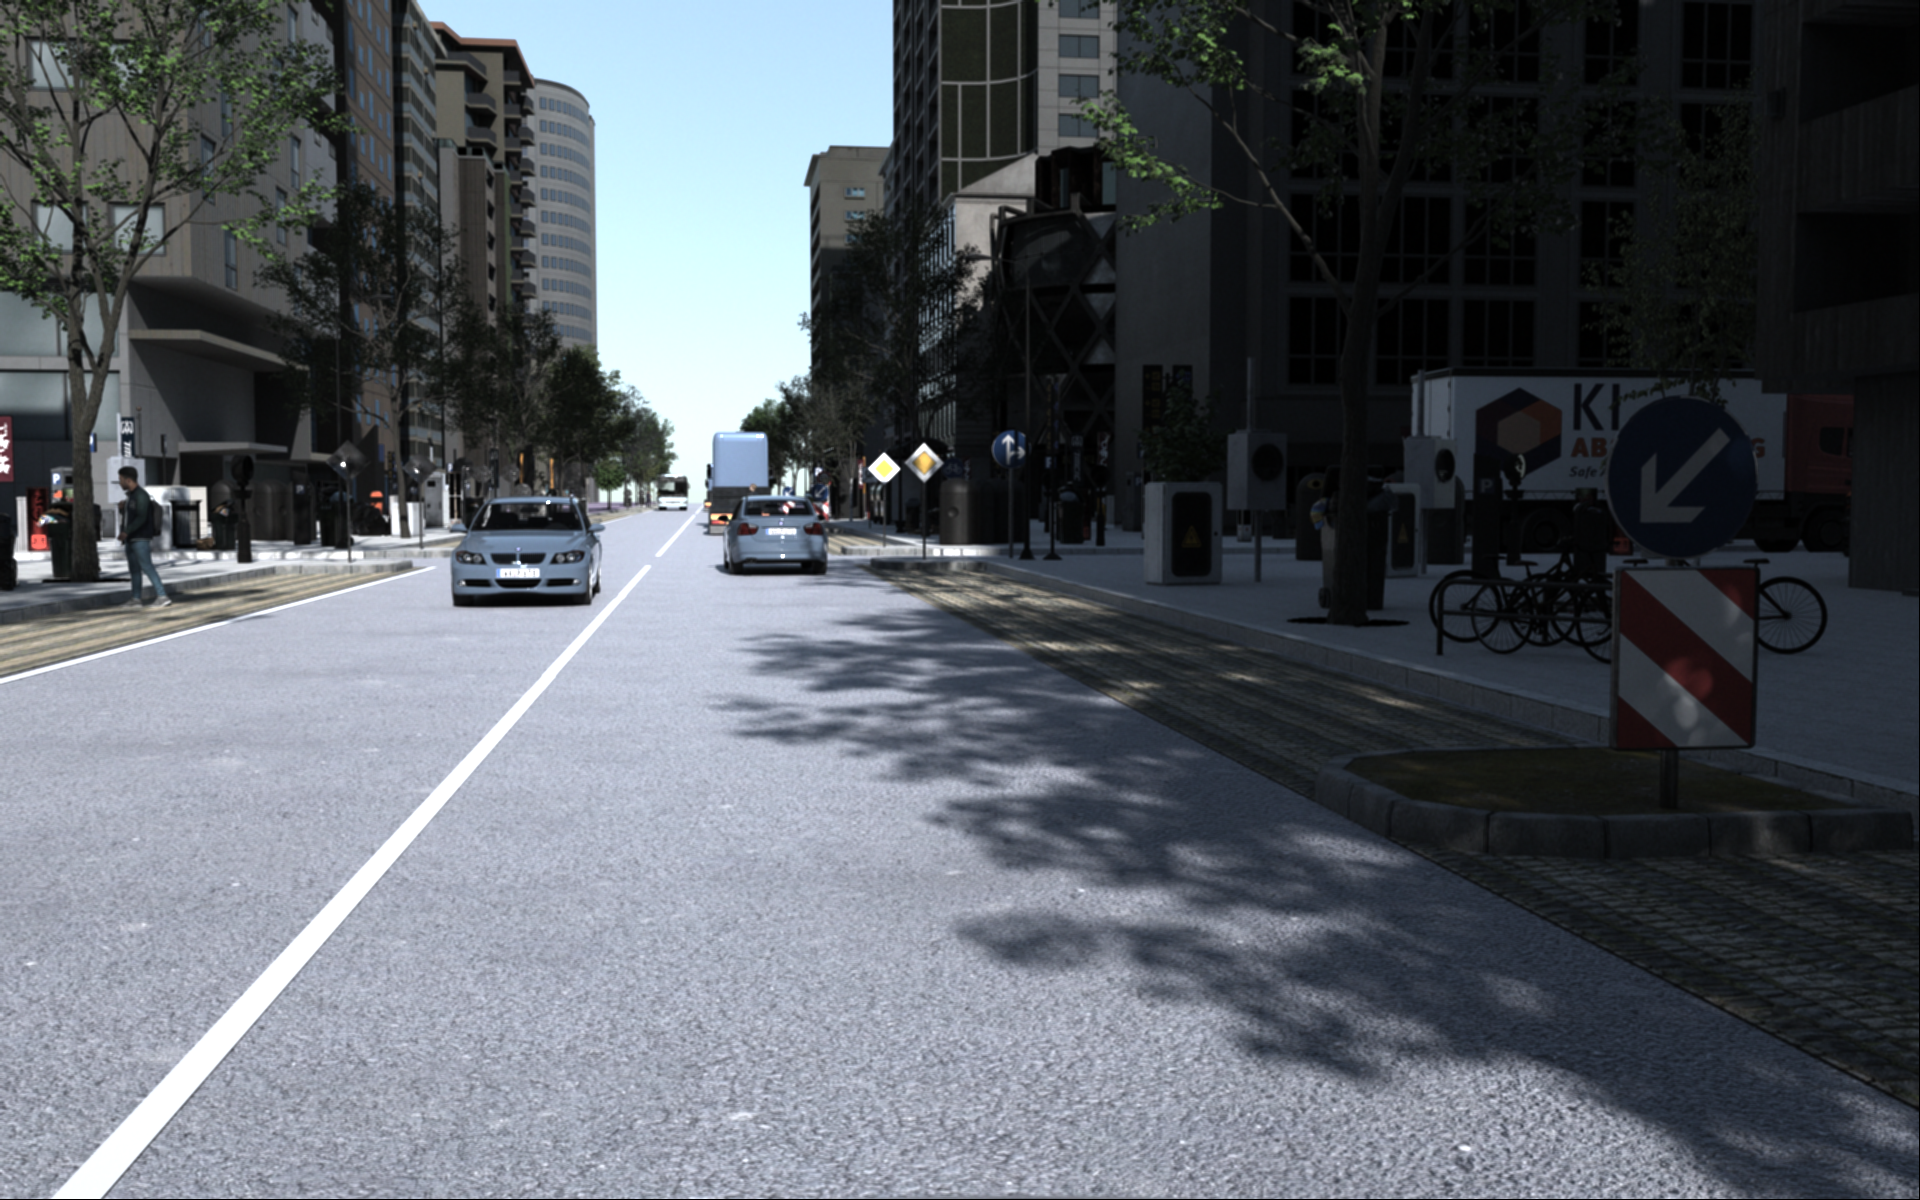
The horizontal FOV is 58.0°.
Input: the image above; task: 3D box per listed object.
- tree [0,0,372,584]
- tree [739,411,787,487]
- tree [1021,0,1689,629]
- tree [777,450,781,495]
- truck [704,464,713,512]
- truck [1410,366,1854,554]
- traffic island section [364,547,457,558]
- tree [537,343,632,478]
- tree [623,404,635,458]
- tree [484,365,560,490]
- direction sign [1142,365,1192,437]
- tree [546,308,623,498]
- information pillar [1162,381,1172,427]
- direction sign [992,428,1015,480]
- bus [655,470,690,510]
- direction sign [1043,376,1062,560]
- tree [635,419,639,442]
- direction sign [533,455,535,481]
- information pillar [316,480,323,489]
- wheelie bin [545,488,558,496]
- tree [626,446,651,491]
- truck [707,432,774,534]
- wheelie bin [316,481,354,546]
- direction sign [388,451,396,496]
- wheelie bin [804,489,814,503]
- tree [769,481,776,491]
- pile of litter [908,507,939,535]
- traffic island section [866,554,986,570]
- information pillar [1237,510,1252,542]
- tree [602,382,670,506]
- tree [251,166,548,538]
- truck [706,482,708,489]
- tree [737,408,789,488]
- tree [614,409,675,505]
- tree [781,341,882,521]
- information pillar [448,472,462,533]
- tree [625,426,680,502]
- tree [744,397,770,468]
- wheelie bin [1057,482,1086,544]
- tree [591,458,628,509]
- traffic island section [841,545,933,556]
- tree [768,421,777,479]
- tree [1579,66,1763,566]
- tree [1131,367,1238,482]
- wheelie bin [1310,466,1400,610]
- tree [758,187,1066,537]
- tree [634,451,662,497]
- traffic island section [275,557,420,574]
[{"bbox_3d":[-12.628,-6.072,25.026,9.928,11.665,9.643,0,3,0],"label":"tree"},{"bbox_3d":[-29.738,-21.462,257.551,9.857,13.997,8.962,0,3,0],"label":"tree"},{"bbox_3d":[3.935,-5.558,16.630,9.928,11.665,9.643,0,3,0],"label":"tree"},{"bbox_3d":[-8.155,-9.493,105.566,4.360,8.622,3.978,0,3,0],"label":"tree"},{"bbox_3d":[-20.587,-9.738,148.970,2.967,4.110,18.799,0,4,-7],"label":"truck"},{"bbox_3d":[16.179,-3.113,39.817,11.283,4.237,2.839,0,4,-6],"label":"truck"},{"bbox_3d":[-12.536,-1.098,40.234,2.009,0.180,2.903,0,4,-8],"label":"traffic island section"},{"bbox_3d":[-28.395,-12.963,130.066,7.486,12.596,7.792,0,3,0],"label":"tree"},{"bbox_3d":[-24.597,-10.604,107.788,7.601,10.594,8.767,-1,4,-14],"label":"tree"},{"bbox_3d":[-23.512,-8.815,94.482,4.360,8.622,3.978,0,3,0],"label":"tree"},{"bbox_3d":[3.638,-2.352,30.456,0.876,3.537,0.379,0,4,-4],"label":"direction sign"},{"bbox_3d":[-20.890,-8.932,80.453,8.767,10.594,7.601,-1,4,-20],"label":"tree"},{"bbox_3d":[4.064,-2.555,33.124,0.183,3.616,0.504,-3,4,-36],"label":"information pillar"},{"bbox_3d":[1.480,-4.111,59.208,0.876,3.537,0.379,2,4,27],"label":"direction sign"},{"bbox_3d":[-25.669,-9.781,154.779,2.948,3.499,13.247,-1,4,-9],"label":"bus"},{"bbox_3d":[1.808,-2.555,33.765,0.379,3.537,0.876,-1,4,-12],"label":"direction sign"},{"bbox_3d":[-26.067,-11.412,121.006,8.767,10.594,7.601,1,4,17],"label":"tree"},{"bbox_3d":[-25.033,-6.698,101.506,0.379,3.537,0.876,-2,4,-29],"label":"direction sign"},{"bbox_3d":[-34.211,-5.387,92.573,0.304,2.012,0.304,0,4,-4],"label":"information pillar"},{"bbox_3d":[-22.878,-5.452,97.051,0.693,1.594,0.980,-2,4,-30],"label":"wheelie bin"},{"bbox_3d":[-41.485,-16.613,221.983,4.360,8.622,3.978,0,3,0],"label":"tree"},{"bbox_3d":[-8.742,-4.867,69.335,2.967,4.110,18.799,0,4,-8],"label":"truck"},{"bbox_3d":[-15.330,-2.118,42.530,0.980,1.594,0.693,1,4,22],"label":"wheelie bin"},{"bbox_3d":[-30.206,-6.124,92.124,0.379,3.537,0.876,0,4,5],"label":"direction sign"},{"bbox_3d":[-9.394,-6.170,108.787,0.693,1.594,0.980,1,4,10],"label":"wheelie bin"},{"bbox_3d":[-30.556,-17.329,267.034,4.285,4.588,4.351,0,3,0],"label":"tree"},{"bbox_3d":[-0.955,-2.522,55.198,1.176,0.858,1.719,-2,4,-35],"label":"pile of litter"},{"bbox_3d":[-0.678,-0.707,33.844,2.009,0.180,2.903,0,4,-8],"label":"traffic island section"},{"bbox_3d":[7.633,-2.564,46.416,0.304,2.012,0.304,-1,4,-17],"label":"information pillar"},{"bbox_3d":[-36.475,-17.043,189.016,12.009,13.543,11.850,0,3,0],"label":"tree"},{"bbox_3d":[-16.476,-7.074,50.066,7.601,10.594,8.767,0,4,-7],"label":"tree"},{"bbox_3d":[-29.840,-13.463,216.047,3.469,3.379,9.791,-1,4,-9],"label":"truck"},{"bbox_3d":[-26.679,-19.008,228.902,7.486,12.596,7.792,0,3,0],"label":"tree"},{"bbox_3d":[-38.422,-17.300,208.614,9.928,11.665,9.643,0,3,0],"label":"tree"},{"bbox_3d":[-5.298,-7.989,80.987,4.360,8.622,3.978,0,3,0],"label":"tree"},{"bbox_3d":[-16.855,-3.264,57.853,0.304,2.012,0.304,2,4,29],"label":"information pillar"},{"bbox_3d":[-48.591,-21.610,270.330,9.611,12.733,9.660,0,3,0],"label":"tree"},{"bbox_3d":[-19.062,-15.646,181.561,9.928,11.665,9.643,0,3,0],"label":"tree"},{"bbox_3d":[2.866,-2.251,44.704,0.693,1.594,0.980,0,4,-8],"label":"wheelie bin"},{"bbox_3d":[-30.663,-10.255,151.378,4.285,4.588,4.351,0,3,0],"label":"tree"},{"bbox_3d":[-1.802,-1.191,41.750,2.009,0.180,2.903,0,4,-8],"label":"traffic island section"},{"bbox_3d":[-18.326,-13.670,173.874,4.360,8.622,3.978,0,3,0],"label":"tree"},{"bbox_3d":[13.132,-4.917,30.760,4.737,8.622,4.395,0,3,0],"label":"tree"},{"bbox_3d":[3.354,-1.957,26.601,1.663,3.219,1.824,0,3,0],"label":"tree"},{"bbox_3d":[4.430,-0.698,19.317,0.980,1.594,0.693,0,4,-5],"label":"wheelie bin"},{"bbox_3d":[-0.978,-7.195,52.055,8.767,10.594,7.601,0,4,5],"label":"tree"},{"bbox_3d":[-42.892,-17.448,235.641,4.737,8.622,4.395,0,3,0],"label":"tree"},{"bbox_3d":[-11.412,-0.615,32.328,2.009,0.180,2.903,0,4,-8],"label":"traffic island section"}]
